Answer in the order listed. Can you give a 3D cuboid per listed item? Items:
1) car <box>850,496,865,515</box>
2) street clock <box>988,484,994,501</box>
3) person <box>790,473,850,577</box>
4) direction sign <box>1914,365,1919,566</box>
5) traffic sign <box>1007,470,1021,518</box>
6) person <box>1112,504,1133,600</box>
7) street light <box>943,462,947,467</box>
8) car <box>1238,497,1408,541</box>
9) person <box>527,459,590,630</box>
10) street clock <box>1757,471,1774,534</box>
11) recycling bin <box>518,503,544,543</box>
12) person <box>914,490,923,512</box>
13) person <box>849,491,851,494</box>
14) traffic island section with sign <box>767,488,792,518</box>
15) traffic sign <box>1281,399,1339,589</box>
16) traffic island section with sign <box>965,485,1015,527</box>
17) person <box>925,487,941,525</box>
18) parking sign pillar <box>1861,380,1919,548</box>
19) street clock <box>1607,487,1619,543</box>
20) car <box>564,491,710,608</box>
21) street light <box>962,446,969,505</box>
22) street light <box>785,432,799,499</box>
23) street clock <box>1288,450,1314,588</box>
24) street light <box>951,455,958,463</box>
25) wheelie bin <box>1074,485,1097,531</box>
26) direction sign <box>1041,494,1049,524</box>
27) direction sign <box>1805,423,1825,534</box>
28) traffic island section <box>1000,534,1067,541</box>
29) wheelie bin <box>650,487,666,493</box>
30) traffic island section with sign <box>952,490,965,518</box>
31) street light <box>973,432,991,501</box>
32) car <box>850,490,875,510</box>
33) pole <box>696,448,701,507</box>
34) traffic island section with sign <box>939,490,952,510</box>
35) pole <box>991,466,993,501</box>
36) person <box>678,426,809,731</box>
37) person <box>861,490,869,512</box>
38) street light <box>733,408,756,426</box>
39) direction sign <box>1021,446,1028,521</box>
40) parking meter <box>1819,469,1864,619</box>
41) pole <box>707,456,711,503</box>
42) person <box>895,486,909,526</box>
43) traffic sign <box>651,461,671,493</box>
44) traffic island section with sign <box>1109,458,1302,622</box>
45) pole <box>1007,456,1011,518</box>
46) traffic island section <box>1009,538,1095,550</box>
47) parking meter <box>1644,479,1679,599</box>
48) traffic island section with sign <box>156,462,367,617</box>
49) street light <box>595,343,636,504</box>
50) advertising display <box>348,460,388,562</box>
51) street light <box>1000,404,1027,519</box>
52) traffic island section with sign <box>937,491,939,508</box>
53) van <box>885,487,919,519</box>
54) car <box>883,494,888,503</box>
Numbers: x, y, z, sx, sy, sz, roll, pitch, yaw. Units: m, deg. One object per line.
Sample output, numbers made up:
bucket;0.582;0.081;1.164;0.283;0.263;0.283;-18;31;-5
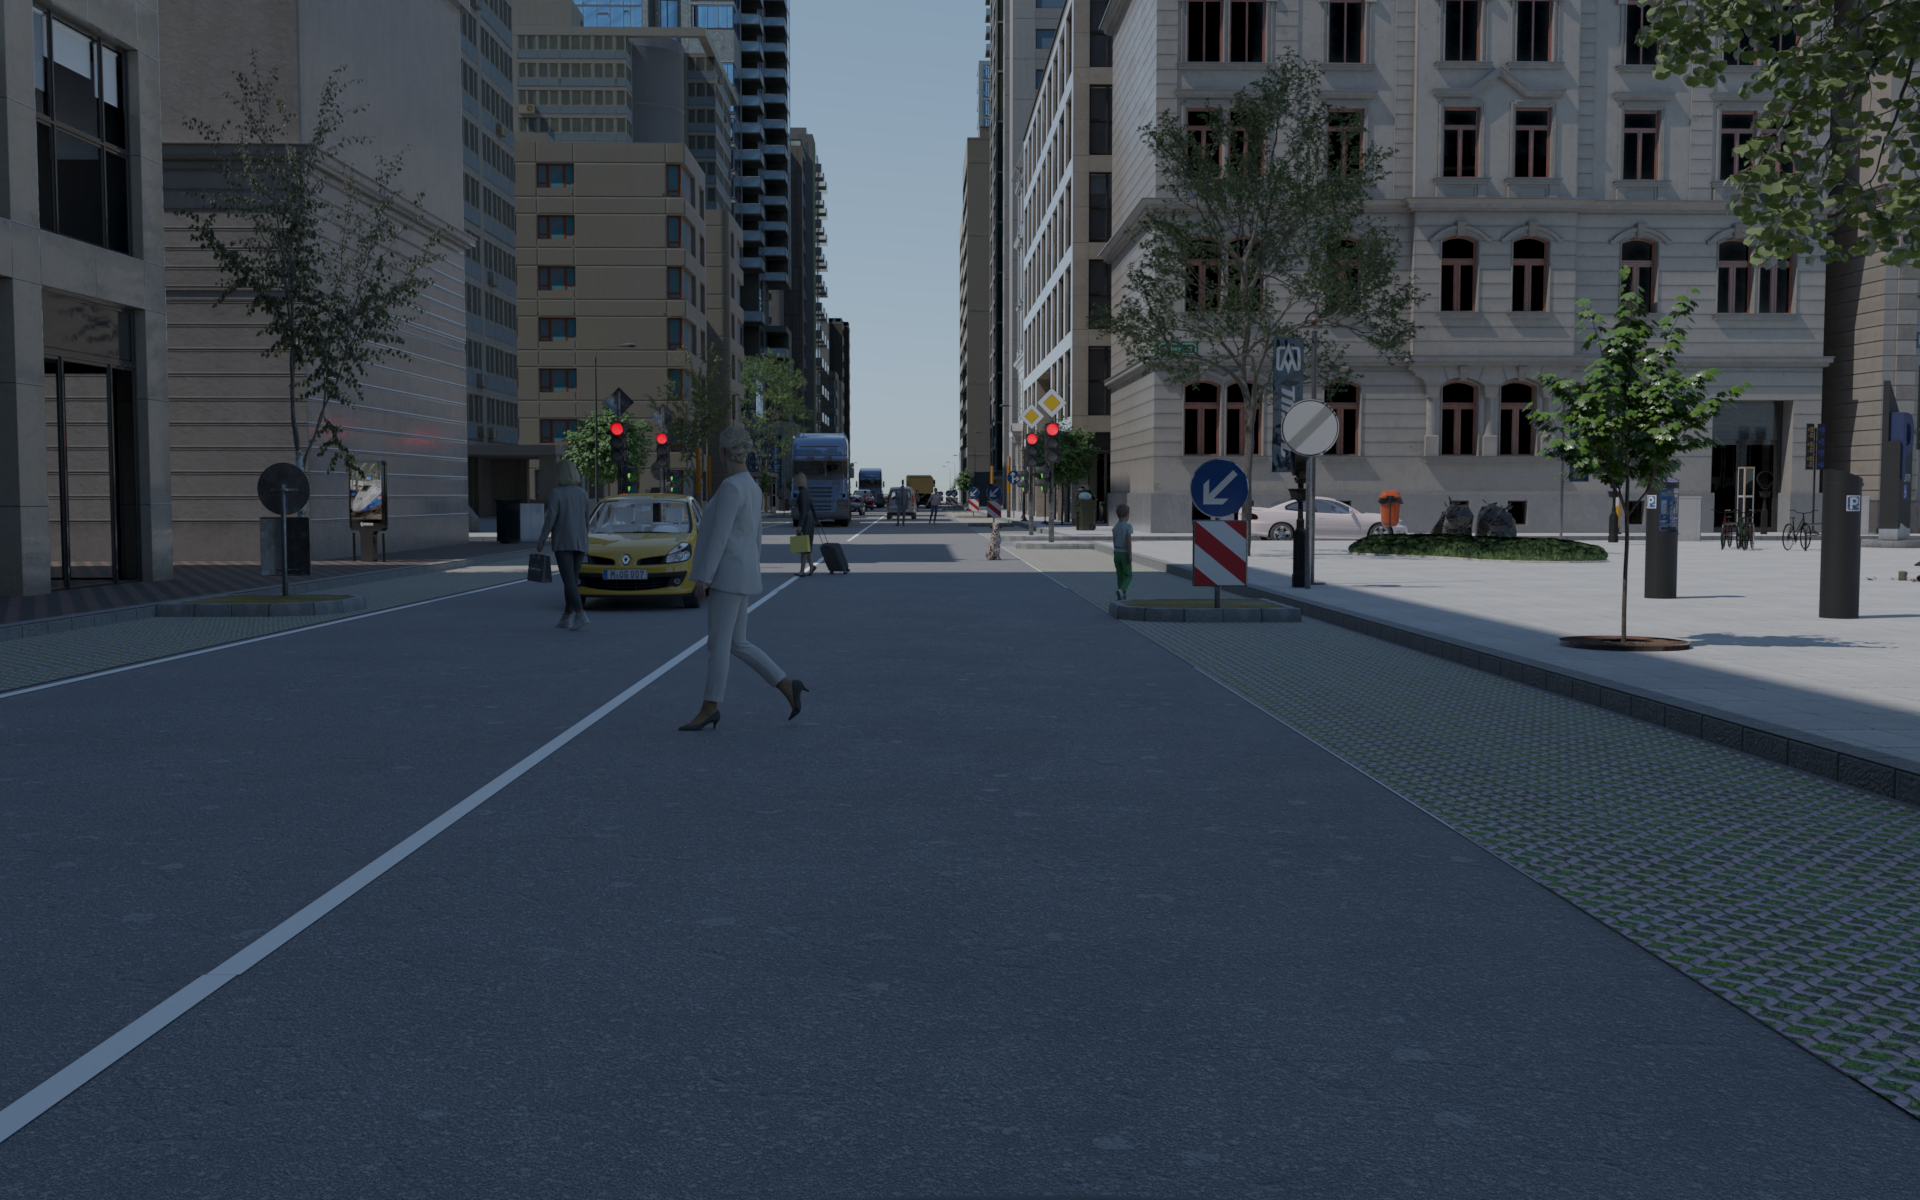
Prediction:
car;-7.402;-6.445;117.954;1.945;1.354;3.894;0;4;0
street clock;2.190;-7.103;120.696;0.471;2.002;0.358;0;4;1
person;-2.484;-1.324;30.364;0.699;1.804;1.509;3;5;40
direction sign;17.209;-2.370;30.741;0.876;3.537;0.379;-2;4;-33
traffic sign;2.910;-5.709;93.453;0.768;2.556;0.104;0;4;-1
person;2.094;-0.588;22.368;0.306;1.304;0.590;1;4;20
street light;-1.272;-16.886;248.631;1.470;5.913;1.316;0;4;-1
car;10.365;-2.277;49.593;4.827;1.381;2.083;0;4;-1
person;-4.193;-0.588;18.305;0.728;1.800;0.709;3;5;44
street clock;25.558;-3.085;55.010;0.471;2.002;0.358;1;4;19
recycling bin;-11.539;-2.061;46.249;0.722;1.027;0.722;-2;4;-27
person;-3.377;-8.143;142.174;0.750;1.759;0.617;-1;4;-21
person;-12.671;-11.681;199.452;1.348;1.831;0.705;1;4;21
traffic island section with sign;-10.468;-5.806;103.552;1.989;1.847;2.006;0;4;-1
traffic sign;4.709;-1.423;23.375;0.768;2.556;0.104;0;4;7
traffic island section with sign;1.356;-4.129;76.131;1.989;1.847;2.006;0;4;-1
person;-1.306;-4.418;81.411;0.731;1.740;0.598;-2;4;-26
parking sign pillar;22.471;-3.246;41.544;1.447;3.967;1.447;3;5;40
street clock;17.271;-2.518;45.735;0.471;2.002;0.358;-2;4;-34
car;-4.160;-0.778;22.949;2.015;1.641;3.980;0;4;-3
street light;0.898;-11.831;165.982;1.470;5.913;1.316;0;4;-1
street light;-12.540;-9.628;129.961;1.470;5.913;1.316;0;4;-1
street clock;4.671;-1.174;23.763;0.358;2.002;0.471;0;4;2
street light;-0.116;-14.253;205.571;1.470;5.913;1.316;0;4;-1
wheelie bin;4.400;-3.239;60.870;0.693;1.594;0.980;-1;4;-20
direction sign;3.670;-5.050;74.560;0.876;3.537;0.379;0;4;5
direction sign;27.464;-3.895;55.673;0.876;3.537;0.379;-2;4;-27
traffic island section;2.245;-1.940;53.992;2.009;0.180;2.903;0;4;-1
wheelie bin;-13.888;-4.374;79.426;0.980;1.594;0.693;1;4;19
traffic island section with sign;0.675;-5.786;103.230;1.989;1.847;2.006;0;4;-1
street light;1.730;-9.572;129.036;1.470;5.913;1.316;0;4;-1
car;-8.712;-8.918;154.484;2.281;1.827;5.304;0;4;-3
pole;-11.519;-5.044;76.319;0.158;3.312;0.155;0;3;0
traffic island section with sign;-0.626;-8.892;154.008;1.989;1.847;2.006;0;4;-1
pole;2.326;-8.075;125.871;0.158;3.312;0.155;0;3;0
person;-1.318;-0.134;10.562;0.818;1.842;0.514;-1;4;-13
person;-7.709;-7.968;139.488;0.721;1.736;1.217;2;4;31
street light;-11.643;-7.382;93.238;1.470;5.913;1.316;0;4;-1
direction sign;3.071;-5.522;82.277;0.379;3.537;0.876;-1;4;-11
parking meter;9.105;-0.580;17.901;0.372;1.533;0.369;0;3;0
pole;-13.431;-6.050;92.762;0.158;3.312;0.155;0;3;0
person;-2.632;-4.263;78.304;0.635;1.810;0.391;0;4;-2
traffic sign;-11.139;-3.937;64.480;0.768;2.556;0.104;0;4;3
traffic island section with sign;2.776;-0.704;20.143;1.989;1.847;2.006;0;4;-1
pole;2.648;-6.123;93.948;0.158;3.312;0.155;0;3;0
traffic island section;2.447;-1.451;46.010;2.009;0.180;2.903;0;4;-1
parking meter;8.629;-0.788;21.295;0.372;1.533;0.369;0;3;0
traffic island section with sign;-8.367;-0.759;21.033;1.989;1.847;2.006;0;4;-1
street light;-10.688;-4.953;53.518;1.470;5.913;1.316;0;4;-1
advertising display;-11.215;-1.689;32.824;0.974;1.923;0.123;2;4;32
street light;2.754;-7.175;89.859;1.470;5.913;1.316;0;4;-1
traffic island section with sign;-1.309;-10.540;180.955;1.989;1.847;2.006;0;4;-1
van;-3.355;-5.670;99.715;2.013;2.044;4.112;0;4;0
car;-10.112;-13.453;228.759;1.959;1.807;4.718;0;4;-3
